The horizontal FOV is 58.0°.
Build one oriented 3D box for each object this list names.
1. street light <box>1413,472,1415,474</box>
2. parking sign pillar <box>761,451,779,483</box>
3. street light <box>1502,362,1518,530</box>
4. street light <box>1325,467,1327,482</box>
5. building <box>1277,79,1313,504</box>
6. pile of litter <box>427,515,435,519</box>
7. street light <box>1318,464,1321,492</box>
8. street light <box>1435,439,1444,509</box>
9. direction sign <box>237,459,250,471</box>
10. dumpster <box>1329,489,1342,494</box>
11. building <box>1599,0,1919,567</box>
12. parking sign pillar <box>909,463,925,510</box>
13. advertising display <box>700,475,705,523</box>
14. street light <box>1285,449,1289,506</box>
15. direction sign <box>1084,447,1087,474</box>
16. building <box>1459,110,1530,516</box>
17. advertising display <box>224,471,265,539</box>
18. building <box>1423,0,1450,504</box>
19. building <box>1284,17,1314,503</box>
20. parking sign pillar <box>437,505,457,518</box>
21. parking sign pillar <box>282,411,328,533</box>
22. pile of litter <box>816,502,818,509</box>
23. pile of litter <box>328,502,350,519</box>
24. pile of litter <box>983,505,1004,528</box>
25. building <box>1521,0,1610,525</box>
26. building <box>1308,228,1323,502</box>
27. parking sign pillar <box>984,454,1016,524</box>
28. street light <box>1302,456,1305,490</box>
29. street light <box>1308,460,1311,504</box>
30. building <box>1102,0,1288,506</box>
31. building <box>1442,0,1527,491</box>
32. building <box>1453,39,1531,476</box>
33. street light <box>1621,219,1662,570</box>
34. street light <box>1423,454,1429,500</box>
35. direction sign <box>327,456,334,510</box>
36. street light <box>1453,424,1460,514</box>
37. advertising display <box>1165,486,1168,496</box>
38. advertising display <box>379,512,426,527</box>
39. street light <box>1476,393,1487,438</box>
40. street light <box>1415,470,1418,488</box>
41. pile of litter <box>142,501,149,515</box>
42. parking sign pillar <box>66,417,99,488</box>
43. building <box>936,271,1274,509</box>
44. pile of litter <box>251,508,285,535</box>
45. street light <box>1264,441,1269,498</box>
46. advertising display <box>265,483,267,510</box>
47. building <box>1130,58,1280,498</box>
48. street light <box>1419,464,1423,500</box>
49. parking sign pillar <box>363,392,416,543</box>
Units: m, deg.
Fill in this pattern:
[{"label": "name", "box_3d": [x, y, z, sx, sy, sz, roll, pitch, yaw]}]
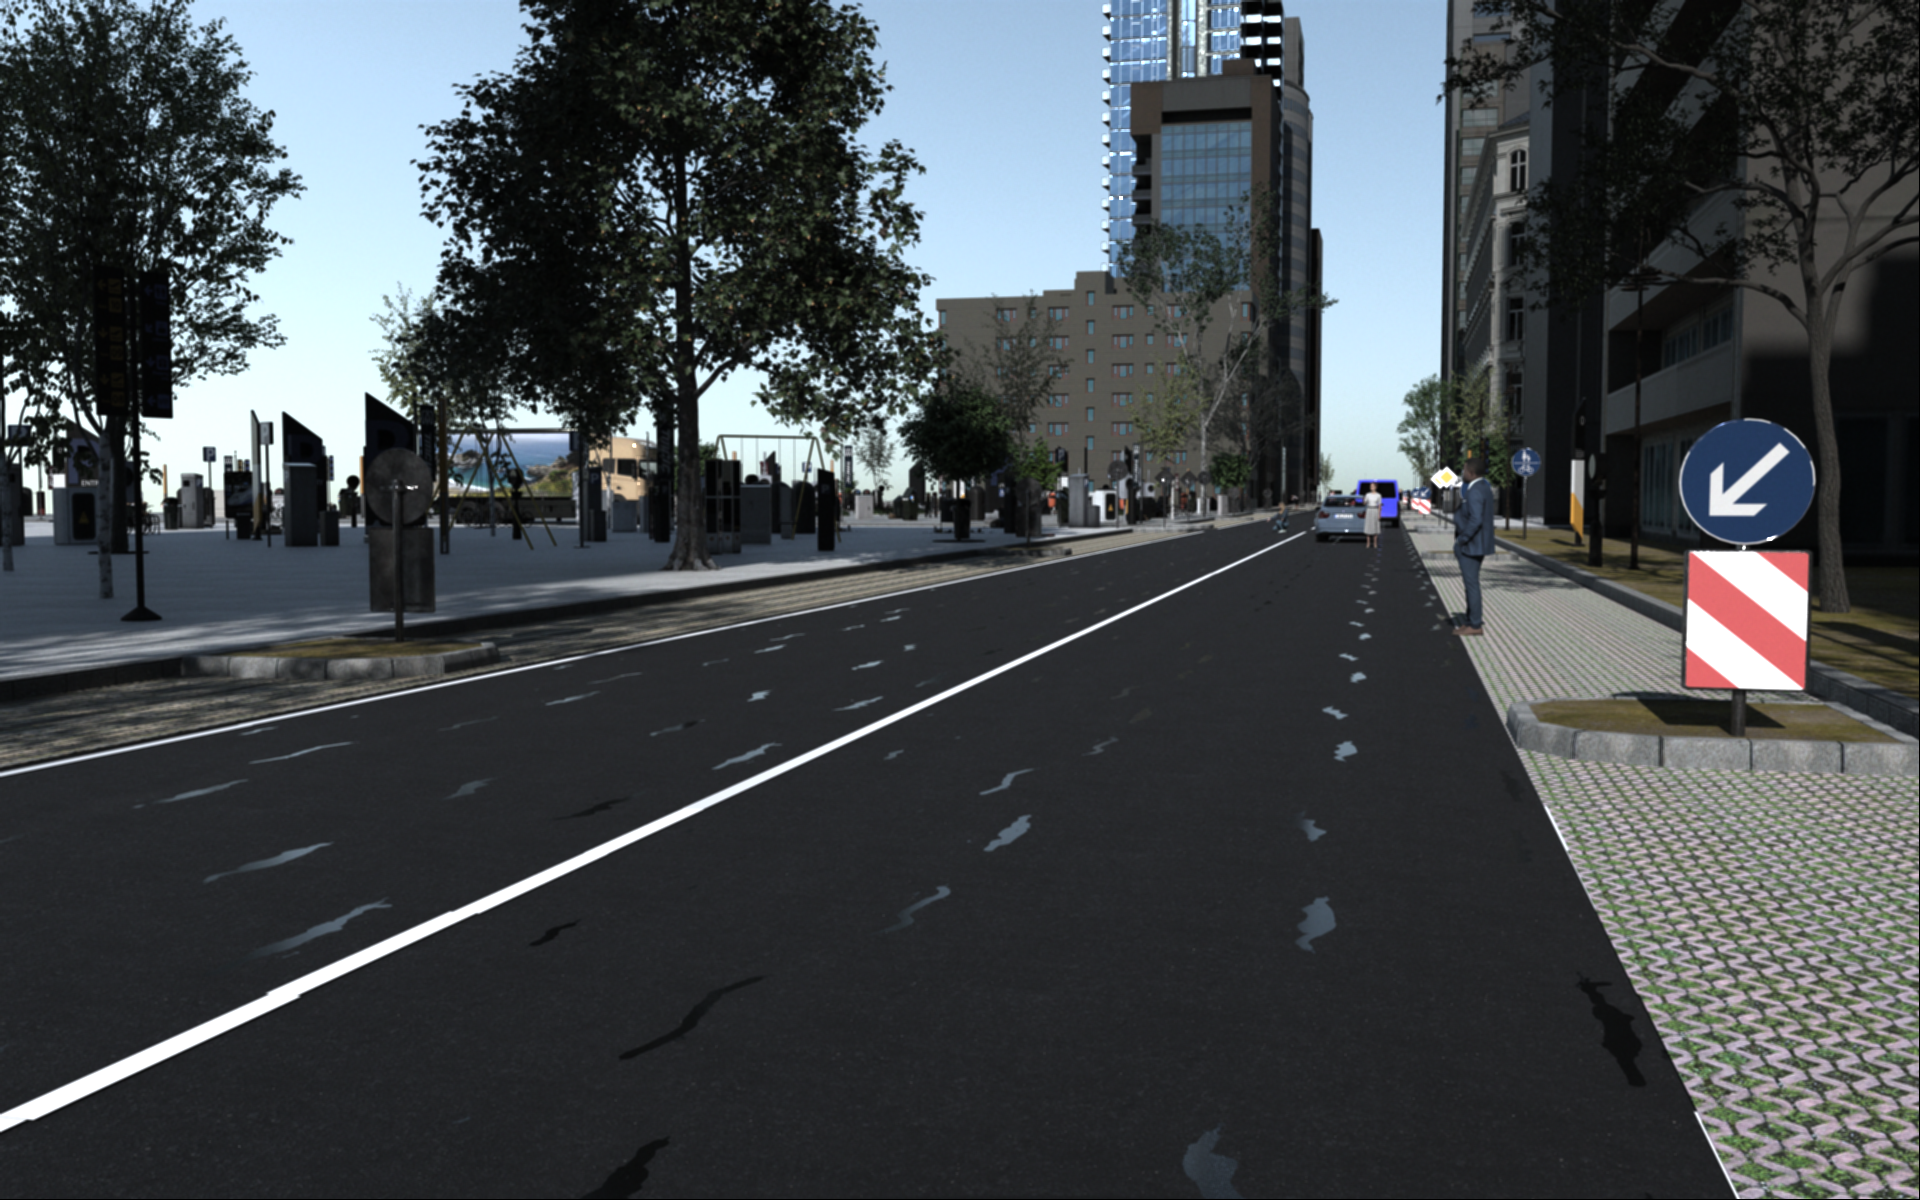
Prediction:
[{"label": "street light", "box_3d": [69.993, -17.905, 265.531, 0.468, 5.910, 1.993, 1, 4, 14]}, {"label": "parking sign pillar", "box_3d": [-11.999, -7.385, 109.218, 1.447, 3.967, 1.447, 3, 5, 44]}, {"label": "street light", "box_3d": [19.321, -5.393, 60.961, 0.468, 5.910, 1.993, 1, 4, 14]}, {"label": "street light", "box_3d": [61.891, -19.564, 292.661, 0.468, 5.910, 1.993, 1, 4, 14]}, {"label": "building", "box_3d": [38.023, -42.933, 243.955, 21.231, 58.520, 28.212, 1, 4, 14]}, {"label": "pile of litter", "box_3d": [-28.377, -4.696, 90.752, 1.719, 0.858, 1.176, 1, 4, 23]}, {"label": "street light", "box_3d": [54.114, -17.607, 260.665, 0.468, 5.910, 1.993, 1, 4, 14]}, {"label": "street light", "box_3d": [39.539, -10.378, 142.474, 0.468, 5.910, 1.993, 1, 4, 14]}, {"label": "direction sign", "box_3d": [-46.876, -7.425, 113.402, 0.876, 3.537, 0.379, 1, 4, 12]}, {"label": "dumpster", "box_3d": [58.015, -16.058, 267.503, 1.985, 2.255, 1.502, 1, 4, 12]}, {"label": "building", "box_3d": [26.770, -25.290, 37.188, 21.300, 48.544, 21.600, 1, 4, 14]}, {"label": "parking sign pillar", "box_3d": [-3.212, -8.671, 130.241, 1.447, 3.967, 1.447, 3, 5, 41]}, {"label": "advertising display", "box_3d": [-8.508, -3.283, 58.896, 0.974, 1.923, 0.123, -1, 4, -20]}, {"label": "street light", "box_3d": [33.912, -12.641, 179.467, 0.468, 5.910, 1.993, 1, 4, 14]}, {"label": "direction sign", "box_3d": [6.115, -5.641, 84.235, 0.379, 3.537, 0.876, 1, 4, 10]}, {"label": "building", "box_3d": [43.865, -20.954, 119.011, 17.030, 29.872, 44.131, 1, 4, 14]}, {"label": "advertising display", "box_3d": [-20.384, -2.693, 49.246, 0.974, 1.923, 0.123, -1, 4, -19]}, {"label": "building", "box_3d": [74.425, -48.795, 236.051, 20.563, 71.187, 20.611, 1, 4, 14]}, {"label": "building", "box_3d": [44.293, -50.699, 267.182, 20.563, 71.187, 20.611, 1, 4, 14]}, {"label": "parking sign pillar", "box_3d": [-27.505, -6.418, 93.402, 1.447, 3.967, 1.447, 1, 4, 13]}, {"label": "parking sign pillar", "box_3d": [-21.511, -4.186, 56.909, 1.447, 3.967, 1.447, 3, 5, 44]}, {"label": "pile of litter", "box_3d": [-9.015, -5.750, 107.984, 1.719, 0.858, 1.176, -3, 5, -43]}, {"label": "pile of litter", "box_3d": [-32.476, -4.657, 90.099, 1.719, 0.858, 1.176, 3, 5, 44]}, {"label": "pile of litter", "box_3d": [1.633, -3.174, 65.867, 1.719, 0.858, 1.176, 1, 4, 18]}, {"label": "building", "box_3d": [36.903, -17.091, 72.951, 24.014, 27.812, 14.314, 1, 4, 14]}, {"label": "building", "box_3d": [51.944, -38.786, 284.260, 14.600, 45.320, 14.200, 1, 4, 14]}, {"label": "parking sign pillar", "box_3d": [1.770, -5.340, 75.776, 1.447, 3.967, 1.447, -2, 4, -24]}, {"label": "street light", "box_3d": [41.987, -14.620, 211.826, 0.468, 5.910, 1.993, 1, 4, 14]}, {"label": "street light", "box_3d": [46.229, -15.674, 229.058, 0.468, 5.910, 1.993, 1, 4, 14]}, {"label": "building", "box_3d": [28.218, -54.582, 205.086, 22.319, 86.520, 31.000, 1, 4, 14]}, {"label": "building", "box_3d": [60.977, -38.919, 178.329, 21.231, 58.520, 28.212, 1, 4, 14]}, {"label": "building", "box_3d": [52.803, -29.076, 158.981, 14.154, 41.232, 14.086, 1, 4, 14]}, {"label": "street light", "box_3d": [11.487, -3.459, 29.341, 0.468, 5.910, 1.993, 1, 4, 14]}, {"label": "street light", "box_3d": [49.968, -12.967, 184.805, 0.468, 5.910, 1.993, 1, 4, 14]}, {"label": "direction sign", "box_3d": [-37.170, -6.729, 102.016, 0.876, 3.537, 0.379, 2, 4, 33]}, {"label": "street light", "box_3d": [31.714, -8.444, 110.852, 0.468, 5.910, 1.993, 1, 4, 14]}, {"label": "advertising display", "box_3d": [16.918, -8.364, 141.963, 0.123, 1.923, 0.974, 1, 4, 19]}, {"label": "advertising display", "box_3d": [-12.130, -1.985, 37.665, 0.974, 1.923, 0.123, -1, 4, -20]}, {"label": "street light", "box_3d": [23.761, -6.501, 79.077, 0.468, 5.910, 1.993, 1, 4, 14]}, {"label": "street light", "box_3d": [61.907, -15.919, 233.055, 0.468, 5.910, 1.993, 1, 4, 14]}, {"label": "pile of litter", "box_3d": [-48.790, -5.451, 103.081, 1.719, 0.858, 1.176, 3, 4, 36]}, {"label": "parking sign pillar", "box_3d": [-30.679, -4.430, 60.907, 1.447, 3.967, 1.447, -1, 4, -20]}, {"label": "building", "box_3d": [14.774, -19.524, 164.259, 27.650, 21.520, 28.899, 1, 4, 14]}, {"label": "pile of litter", "box_3d": [-22.023, -2.504, 54.901, 1.719, 0.858, 1.176, -2, 4, -30]}, {"label": "street light", "box_3d": [26.088, -10.707, 147.844, 0.468, 5.910, 1.993, 1, 4, 14]}, {"label": "advertising display", "box_3d": [-40.657, -5.872, 101.214, 0.123, 1.923, 0.974, -1, 4, -10]}, {"label": "building", "box_3d": [26.239, -32.628, 183.572, 14.600, 45.320, 14.200, 1, 4, 14]}, {"label": "street light", "box_3d": [57.820, -14.901, 216.421, 0.468, 5.910, 1.993, 1, 4, 14]}, {"label": "parking sign pillar", "box_3d": [-15.029, -3.502, 45.734, 1.447, 3.967, 1.447, 0, 4, -4]}]
